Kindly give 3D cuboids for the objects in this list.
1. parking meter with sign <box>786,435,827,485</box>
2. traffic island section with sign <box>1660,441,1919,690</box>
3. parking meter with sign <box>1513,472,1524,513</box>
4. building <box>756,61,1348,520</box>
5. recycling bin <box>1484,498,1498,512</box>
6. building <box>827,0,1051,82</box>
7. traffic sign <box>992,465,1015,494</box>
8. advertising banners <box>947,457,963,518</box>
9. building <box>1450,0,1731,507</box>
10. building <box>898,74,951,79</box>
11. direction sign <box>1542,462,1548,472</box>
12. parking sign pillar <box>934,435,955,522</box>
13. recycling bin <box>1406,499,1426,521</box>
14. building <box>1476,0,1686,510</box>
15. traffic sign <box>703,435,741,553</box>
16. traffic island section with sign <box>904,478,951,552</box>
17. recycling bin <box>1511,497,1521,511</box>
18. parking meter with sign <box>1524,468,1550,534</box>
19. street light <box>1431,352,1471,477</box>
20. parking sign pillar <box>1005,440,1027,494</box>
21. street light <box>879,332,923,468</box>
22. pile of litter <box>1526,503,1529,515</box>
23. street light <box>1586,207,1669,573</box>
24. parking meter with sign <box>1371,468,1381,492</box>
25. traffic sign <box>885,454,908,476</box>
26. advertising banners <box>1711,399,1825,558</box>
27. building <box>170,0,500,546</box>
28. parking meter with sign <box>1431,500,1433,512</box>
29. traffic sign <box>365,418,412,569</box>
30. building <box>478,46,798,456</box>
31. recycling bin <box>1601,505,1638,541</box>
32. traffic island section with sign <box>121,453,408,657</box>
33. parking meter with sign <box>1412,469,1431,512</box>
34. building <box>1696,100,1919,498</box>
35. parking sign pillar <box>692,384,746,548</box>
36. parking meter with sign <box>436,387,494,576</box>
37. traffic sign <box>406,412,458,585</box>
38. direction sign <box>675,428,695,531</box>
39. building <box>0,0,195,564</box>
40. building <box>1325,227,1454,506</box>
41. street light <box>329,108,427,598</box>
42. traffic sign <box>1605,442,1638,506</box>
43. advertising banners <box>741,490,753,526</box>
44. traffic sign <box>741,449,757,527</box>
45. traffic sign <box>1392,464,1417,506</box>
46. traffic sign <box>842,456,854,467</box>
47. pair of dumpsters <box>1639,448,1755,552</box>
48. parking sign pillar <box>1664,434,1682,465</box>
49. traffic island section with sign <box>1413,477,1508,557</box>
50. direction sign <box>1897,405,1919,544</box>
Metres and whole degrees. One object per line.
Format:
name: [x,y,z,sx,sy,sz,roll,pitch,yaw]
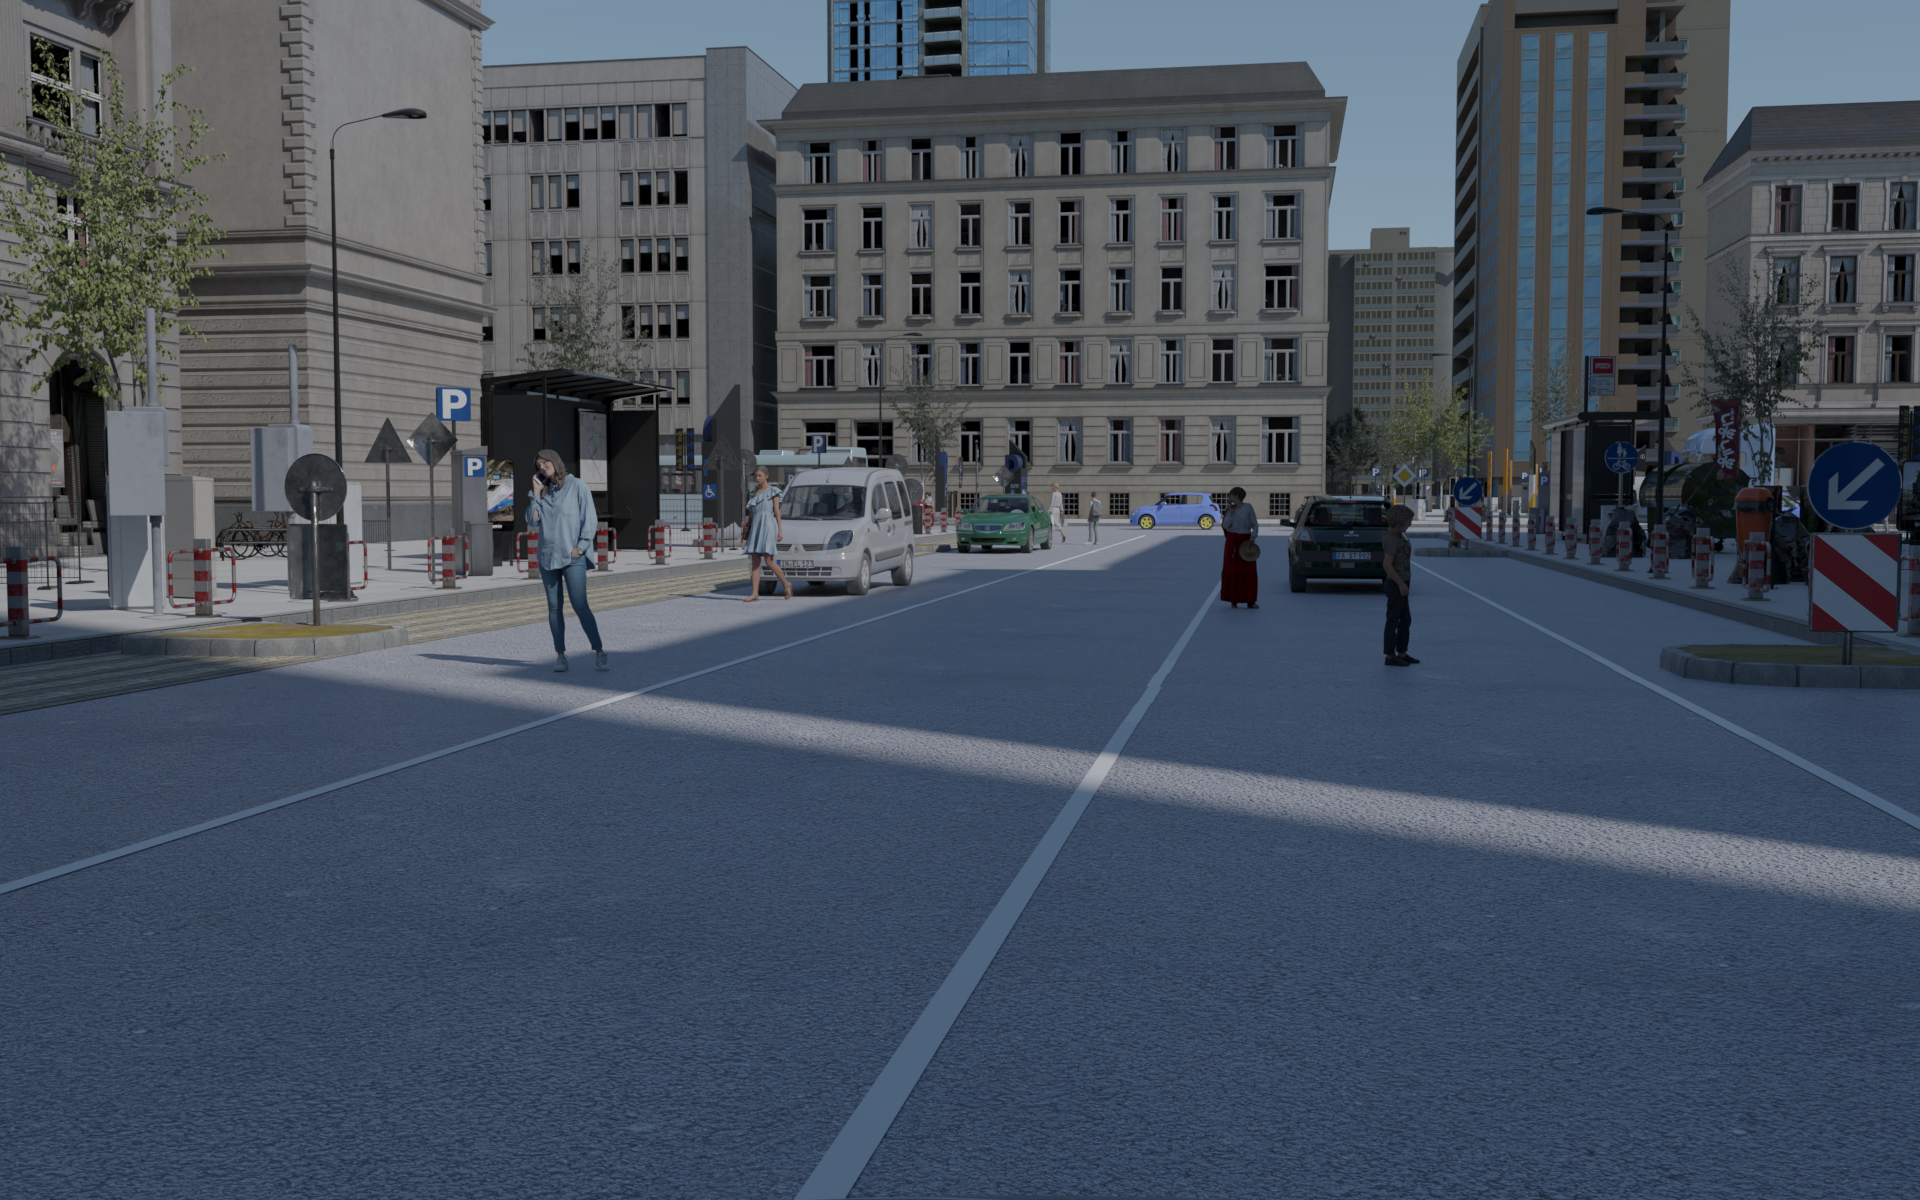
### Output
parking meter with sign: [-4.689,-3.307,50.334,0.543,3.016,1.738,3,5,42]
traffic island section with sign: [6.705,-0.311,13.712,1.989,1.847,2.006,1,4,10]
parking meter with sign: [37.806,-7.293,115.501,1.738,3.016,0.543,2,4,30]
building: [5.638,-16.058,95.828,30.059,22.955,16.112,1,4,10]
recycling bin: [38.508,-6.916,125.627,0.722,1.027,0.722,-3,5,-41]
building: [-2.020,-54.138,197.828,31.000,86.520,22.319,1,4,10]
traffic sign: [1.510,-3.452,60.082,0.795,2.450,0.064,1,4,10]
advertising banners: [-0.229,-5.237,81.809,0.090,3.025,2.074,-1,4,-20]
building: [58.889,-33.066,164.326,21.300,48.544,21.600,1,4,10]
building: [1.784,-29.807,170.933,14.154,41.232,14.086,1,4,10]
direction sign: [41.424,-7.997,122.749,0.379,3.537,0.876,0,4,-2]
parking sign pillar: [-0.863,-5.581,79.727,1.447,3.967,1.447,0,4,6]
recycling bin: [22.006,-4.349,83.663,0.722,1.027,0.722,3,5,42]
building: [52.212,-30.420,147.485,14.600,45.320,14.200,1,4,10]
traffic sign: [-5.194,-2.312,37.803,0.884,2.594,0.081,1,4,13]
traffic island section with sign: [-1.287,-2.118,43.262,1.989,1.847,2.006,1,4,10]
recycling bin: [41.518,-7.146,129.388,0.722,1.027,0.722,2,4,27]
parking meter with sign: [18.941,-3.643,55.821,0.543,3.016,1.738,3,5,44]
street light: [16.140,-5.156,56.846,1.470,5.913,1.316,1,4,10]
parking sign pillar: [2.749,-5.905,85.025,1.447,3.967,1.447,-3,4,-36]
street light: [-1.763,-4.728,49.845,1.470,5.913,1.316,1,4,10]
pile of litter: [35.873,-5.748,107.938,1.176,0.858,1.719,1,4,19]
street light: [10.818,-3.397,28.078,1.470,5.913,1.316,1,4,10]
parking meter with sign: [27.605,-7.247,114.746,0.543,3.016,1.738,1,4,8]
traffic sign: [-2.017,-3.353,54.928,0.768,2.556,0.104,1,4,19]
advertising banners: [14.837,-2.173,31.718,2.074,3.025,0.090,2,4,27]
building: [-24.147,-13.420,48.292,19.941,23.489,11.050,1,4,10]
parking meter with sign: [32.975,-7.724,122.548,0.543,3.016,1.738,0,4,-6]
traffic sign: [-9.742,-1.805,29.507,0.884,2.594,0.081,1,4,11]
building: [-19.931,-17.215,99.484,19.932,24.808,12.078,1,4,10]
recycling bin: [14.722,-1.597,38.671,0.722,1.027,0.722,2,4,26]
traffic island section with sign: [-6.296,-0.458,16.111,1.989,1.847,2.006,1,4,10]
parking meter with sign: [31.583,-7.545,119.629,1.738,3.016,0.543,-3,5,-41]
building: [40.208,-14.488,87.791,40.483,20.767,10.553,1,4,10]
parking sign pillar: [-5.795,-3.279,42.091,1.447,3.967,1.447,1,4,19]
parking meter with sign: [-7.864,-1.921,27.675,0.543,3.016,1.738,-2,4,-30]
traffic sign: [-7.455,-1.424,24.466,0.795,2.450,0.064,1,4,12]
direction sign: [-9.440,-4.129,59.512,0.876,3.537,0.379,3,4,36]
building: [-24.451,-11.276,26.165,13.314,21.916,24.055,1,4,10]
building: [63.148,-34.468,255.430,23.993,40.220,32.217,1,4,10]
street light: [-7.093,-2.969,21.078,1.470,5.913,1.316,1,4,10]
traffic sign: [16.064,-2.570,42.119,0.768,2.556,0.104,1,4,13]
advertising banners: [-7.482,-3.931,60.456,0.090,3.025,2.074,-3,5,-42]
traffic sign: [-6.080,-2.970,48.661,0.768,2.556,0.104,1,4,12]
traffic sign: [14.778,-3.302,57.624,0.795,2.450,0.064,1,4,10]
traffic sign: [-3.842,-3.639,59.506,0.884,2.594,0.081,1,4,16]
pair of dumpsters: [16.491,-2.225,38.869,1.574,2.255,4.437,1,4,11]
parking sign pillar: [32.080,-5.481,78.085,1.447,3.967,1.447,-3,5,-42]
traffic island section with sign: [11.600,-1.933,40.239,1.989,1.847,2.006,1,4,10]
direction sign: [24.300,-3.201,44.328,0.876,3.537,0.379,-2,4,-24]
